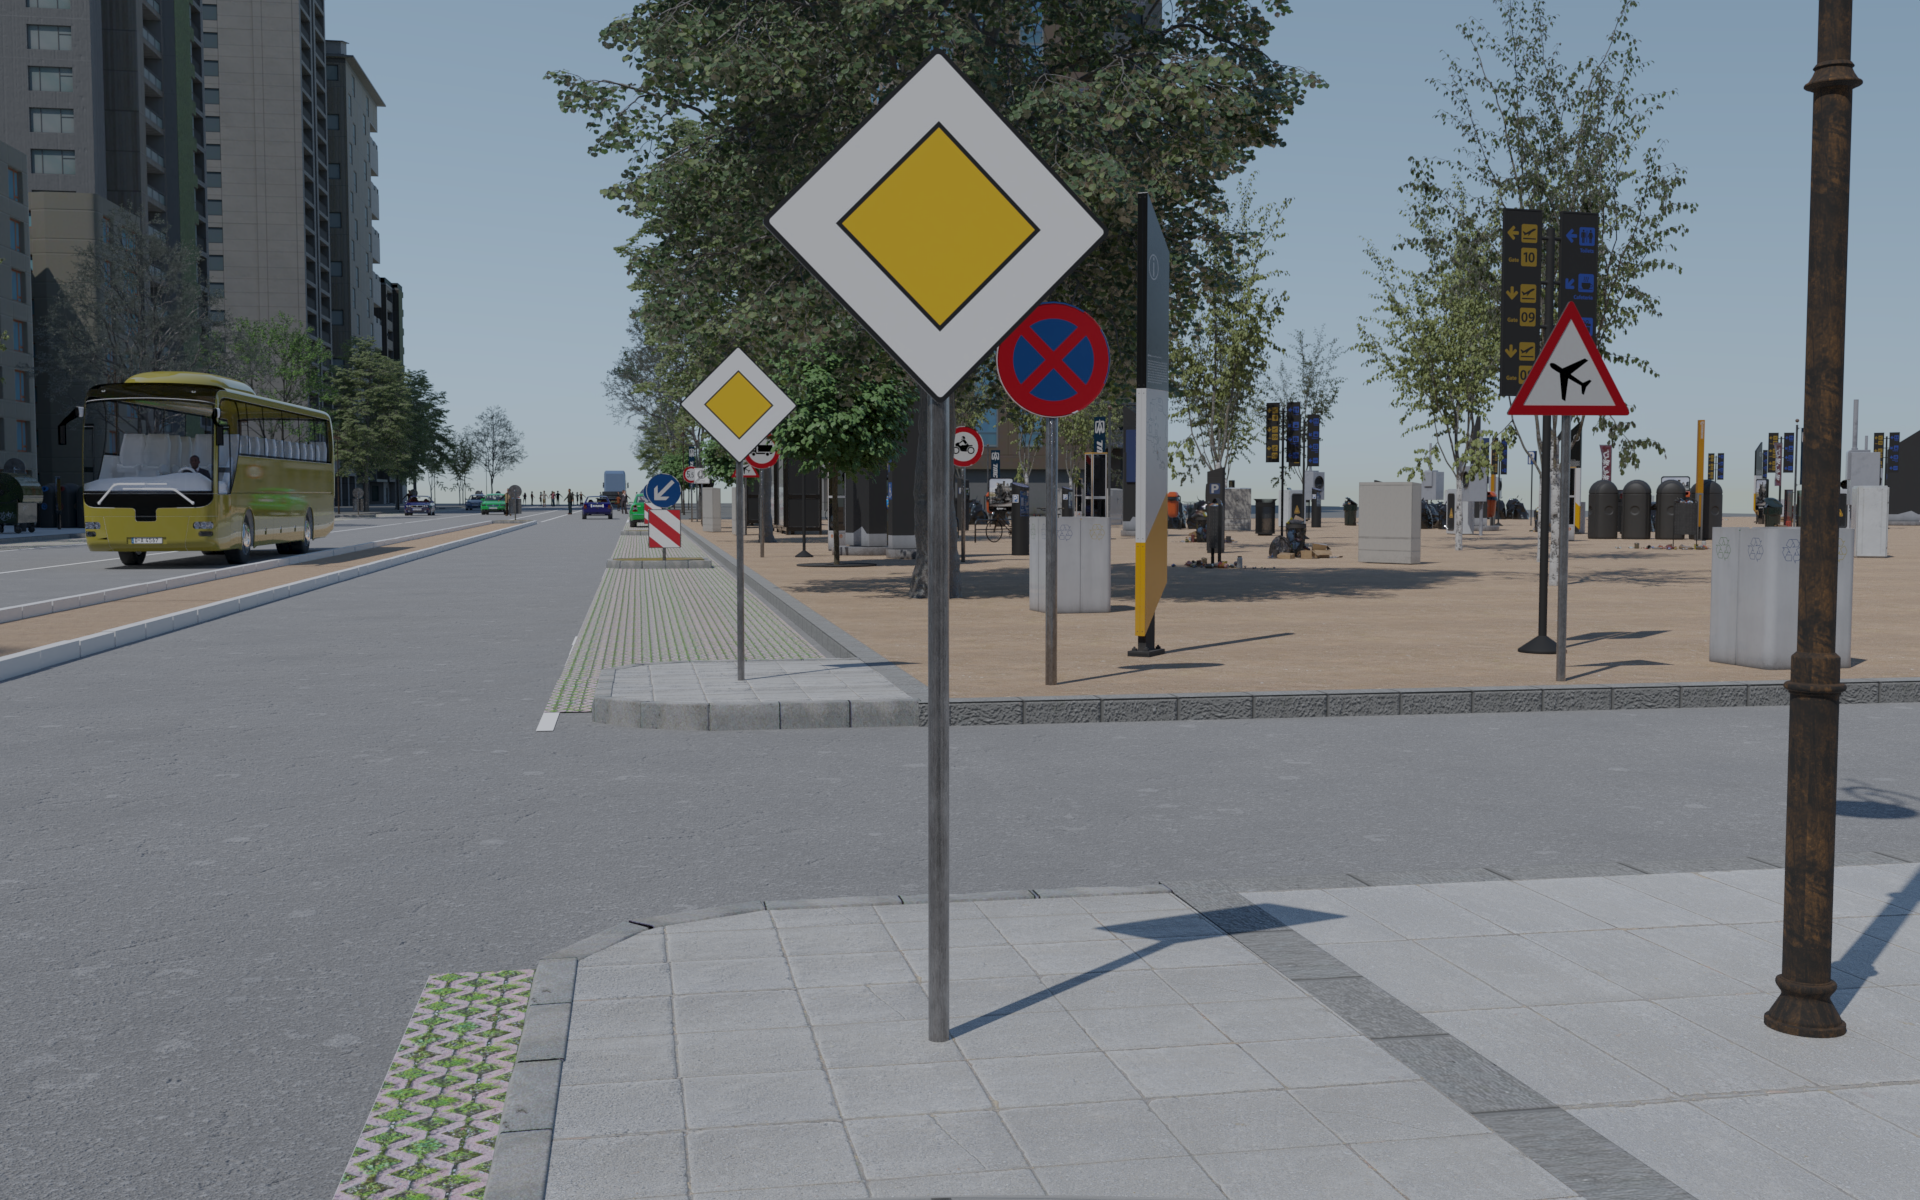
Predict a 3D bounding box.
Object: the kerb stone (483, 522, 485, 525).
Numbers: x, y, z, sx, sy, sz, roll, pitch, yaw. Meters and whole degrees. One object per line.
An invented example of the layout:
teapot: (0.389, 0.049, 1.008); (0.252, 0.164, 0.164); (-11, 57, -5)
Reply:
kerb stone: (-21.535, -3.400, 77.787); (0.120, 0.150, 1.000); (-1, 4, -10)

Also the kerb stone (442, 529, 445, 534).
kerb stone: (-18.540, -2.406, 61.619); (0.120, 0.150, 1.000); (-1, 4, -10)

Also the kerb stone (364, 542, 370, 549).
kerb stone: (-15.353, -1.361, 44.482); (0.120, 0.150, 1.000); (-1, 4, -10)

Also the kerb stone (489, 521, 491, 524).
kerb stone: (-22.099, -3.585, 80.810); (0.120, 0.150, 1.000); (-1, 4, -10)

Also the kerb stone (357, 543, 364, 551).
kerb stone: (-15.159, -1.298, 43.478); (0.120, 0.150, 1.000); (-1, 4, -10)

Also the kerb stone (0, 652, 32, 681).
kerb stone: (-7.499, 0.520, 13.687); (0.120, 0.150, 1.000); (-1, 4, -10)

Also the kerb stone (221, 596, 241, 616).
kerb stone: (-8.812, 0.089, 20.737); (0.120, 0.150, 1.000); (-1, 4, -10)

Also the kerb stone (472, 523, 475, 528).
kerb stone: (-20.590, -3.089, 72.735); (0.120, 0.150, 1.000); (-1, 4, -10)

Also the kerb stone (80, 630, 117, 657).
kerb stone: (-7.880, 0.405, 15.706); (0.120, 0.150, 1.000); (-1, 4, -10)

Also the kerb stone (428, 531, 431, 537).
kerb stone: (-17.787, -2.161, 57.587); (0.120, 0.150, 1.000); (-1, 4, -10)

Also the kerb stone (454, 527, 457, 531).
kerb stone: (-19.288, -2.658, 65.667); (0.120, 0.150, 1.000); (-1, 4, -10)

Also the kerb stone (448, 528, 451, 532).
kerb stone: (-18.914, -2.535, 63.640); (0.120, 0.150, 1.000); (-1, 4, -10)

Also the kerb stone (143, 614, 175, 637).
kerb stone: (-8.248, 0.274, 17.716); (0.120, 0.150, 1.000); (-1, 4, -10)

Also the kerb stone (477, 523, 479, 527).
kerb stone: (-20.969, -3.211, 74.750); (0.120, 0.150, 1.000); (-1, 4, -10)

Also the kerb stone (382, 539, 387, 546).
kerb stone: (-15.919, -1.548, 47.512); (0.120, 0.150, 1.000); (-1, 4, -10)

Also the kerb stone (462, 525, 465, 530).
kerb stone: (-19.847, -2.839, 68.692); (0.120, 0.150, 1.000); (-1, 4, -10)

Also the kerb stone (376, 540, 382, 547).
kerb stone: (-15.725, -1.486, 46.496); (0.120, 0.150, 1.000); (-1, 4, -10)

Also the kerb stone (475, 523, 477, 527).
kerb stone: (-20.781, -3.153, 73.745); (0.120, 0.150, 1.000); (-1, 4, -10)

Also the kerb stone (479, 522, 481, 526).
kerb stone: (-21.165, -3.274, 75.767); (0.120, 0.150, 1.000); (-1, 4, -10)

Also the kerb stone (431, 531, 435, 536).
kerb stone: (-17.972, -2.225, 58.599); (0.120, 0.150, 1.000); (-1, 4, -10)

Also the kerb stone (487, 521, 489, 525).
kerb stone: (-21.909, -3.520, 79.799); (0.120, 0.150, 1.000); (-1, 4, -10)

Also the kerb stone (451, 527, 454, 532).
kerb stone: (-19.098, -2.593, 64.657); (0.120, 0.150, 1.000); (-1, 4, -10)

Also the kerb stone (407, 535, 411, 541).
kerb stone: (-16.857, -1.850, 52.553); (0.120, 0.150, 1.000); (-1, 4, -10)

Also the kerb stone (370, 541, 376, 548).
kerb stone: (-15.544, -1.423, 45.486); (0.120, 0.150, 1.000); (-1, 4, -10)

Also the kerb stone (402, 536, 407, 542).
kerb stone: (-16.666, -1.793, 51.532); (0.120, 0.150, 1.000); (-1, 4, -10)

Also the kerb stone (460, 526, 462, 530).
kerb stone: (-19.656, -2.782, 67.681); (0.120, 0.150, 1.000); (-1, 4, -10)

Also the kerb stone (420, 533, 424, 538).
kerb stone: (-17.416, -2.042, 55.576); (0.120, 0.150, 1.000); (-1, 4, -10)

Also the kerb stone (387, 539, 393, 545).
kerb stone: (-16.101, -1.610, 48.517); (0.120, 0.150, 1.000); (-1, 4, -10)

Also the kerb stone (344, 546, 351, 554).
kerb stone: (-14.795, -1.174, 41.461); (0.120, 0.150, 1.000); (-1, 4, -10)

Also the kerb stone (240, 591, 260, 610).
kerb stone: (-8.996, 0.027, 21.749); (0.120, 0.150, 1.000); (-1, 4, -10)

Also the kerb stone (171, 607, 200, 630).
kerb stone: (-8.434, 0.213, 18.721); (0.120, 0.150, 1.000); (-1, 4, -10)

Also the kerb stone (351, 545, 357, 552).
kerb stone: (-14.985, -1.240, 42.471); (0.120, 0.150, 1.000); (-1, 4, -10)

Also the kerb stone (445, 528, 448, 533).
kerb stone: (-18.720, -2.473, 62.637); (0.120, 0.150, 1.000); (-1, 4, -10)

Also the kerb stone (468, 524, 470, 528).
kerb stone: (-20.230, -2.968, 70.717); (0.120, 0.150, 1.000); (-1, 4, -10)

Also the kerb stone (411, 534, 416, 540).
kerb stone: (-17.035, -1.918, 53.559); (0.120, 0.150, 1.000); (-1, 4, -10)

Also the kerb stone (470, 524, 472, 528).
kerb stone: (-20.412, -3.029, 71.725); (0.120, 0.150, 1.000); (-1, 4, -10)

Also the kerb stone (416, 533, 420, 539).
kerb stone: (-17.215, -1.980, 54.568); (0.120, 0.150, 1.000); (-1, 4, -10)

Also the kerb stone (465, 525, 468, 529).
kerb stone: (-20.030, -2.906, 69.702); (0.120, 0.150, 1.000); (-1, 4, -10)

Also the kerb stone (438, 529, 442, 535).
kerb stone: (-18.346, -2.350, 60.615); (0.120, 0.150, 1.000); (-1, 4, -10)

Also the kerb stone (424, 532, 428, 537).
kerb stone: (-17.599, -2.100, 56.582); (0.120, 0.150, 1.000); (-1, 4, -10)

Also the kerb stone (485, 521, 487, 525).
kerb stone: (-21.722, -3.462, 78.791); (0.120, 0.150, 1.000); (-1, 4, -10)

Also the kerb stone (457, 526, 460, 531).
kerb stone: (-19.472, -2.720, 66.672); (0.120, 0.150, 1.000); (-1, 4, -10)

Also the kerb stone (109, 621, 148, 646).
kerb stone: (-8.064, 0.337, 16.711); (0.120, 0.150, 1.000); (-1, 4, -10)

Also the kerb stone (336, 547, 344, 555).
kerb stone: (-14.594, -1.117, 40.452); (0.120, 0.150, 1.000); (-1, 4, -10)

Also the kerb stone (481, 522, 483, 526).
kerb stone: (-21.350, -3.338, 76.772); (0.120, 0.150, 1.000); (-1, 4, -10)

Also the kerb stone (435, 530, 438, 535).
kerb stone: (-18.170, -2.287, 59.608); (0.120, 0.150, 1.000); (-1, 4, -10)

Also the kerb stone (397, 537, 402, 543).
kerb stone: (-16.473, -1.723, 50.529); (0.120, 0.150, 1.000); (-1, 4, -10)

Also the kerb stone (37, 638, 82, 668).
kerb stone: (-7.696, 0.458, 14.700); (0.120, 0.150, 1.000); (-1, 4, -10)

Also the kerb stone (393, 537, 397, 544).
kerb stone: (-16.290, -1.667, 49.523); (0.120, 0.150, 1.000); (-1, 4, -10)

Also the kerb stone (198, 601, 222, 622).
kerb stone: (-8.618, 0.151, 19.734); (0.120, 0.150, 1.000); (-1, 4, -10)
